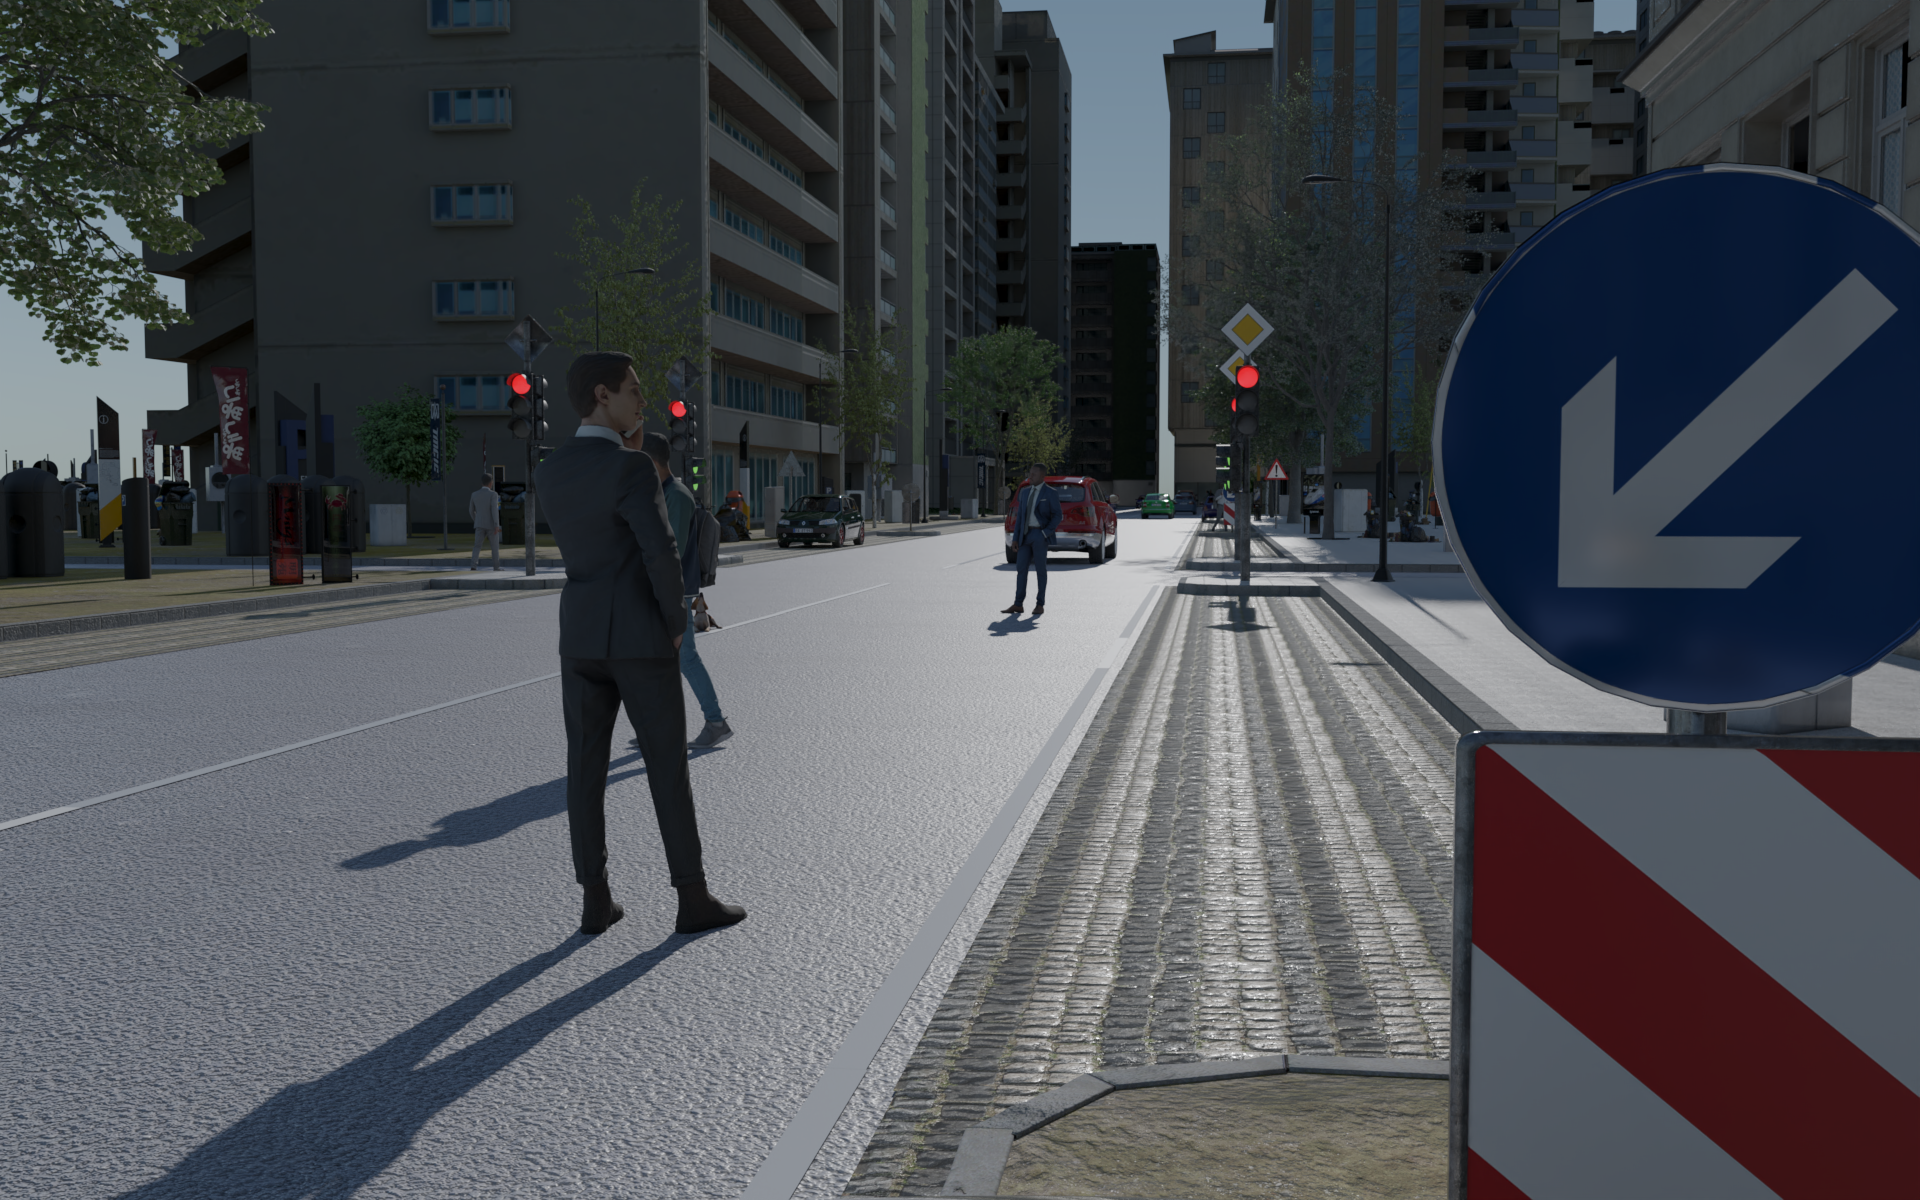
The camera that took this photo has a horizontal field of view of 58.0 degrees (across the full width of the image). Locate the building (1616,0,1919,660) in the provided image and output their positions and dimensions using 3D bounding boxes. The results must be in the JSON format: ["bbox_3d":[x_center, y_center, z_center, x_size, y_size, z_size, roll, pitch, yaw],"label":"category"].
[{"bbox_3d":[13.859,-10.604,6.665,16.112,22.955,30.059,1,4,8],"label":"building"}]

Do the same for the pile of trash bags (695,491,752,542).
[{"bbox_3d":[-6.595,-2.306,47.464,1.912,1.369,3.447,1,4,9],"label":"pile of trash bags"}]

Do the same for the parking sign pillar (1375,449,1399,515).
[{"bbox_3d":[25.714,-7.085,104.313,1.447,3.967,1.447,-3,5,-43],"label":"parking sign pillar"}]

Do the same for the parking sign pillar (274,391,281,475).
[{"bbox_3d":[-17.347,-3.500,45.702,1.447,3.967,1.447,3,5,39],"label":"parking sign pillar"}]

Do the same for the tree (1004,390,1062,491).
[{"bbox_3d":[4.861,-10.423,120.784,4.360,8.622,3.978,0,3,0],"label":"tree"}]

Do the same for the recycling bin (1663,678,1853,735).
[{"bbox_3d":[4.455,0.177,9.664,0.722,1.027,0.722,-2,4,-30],"label":"recycling bin"}]

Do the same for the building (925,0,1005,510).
[{"bbox_3d":[-7.508,-41.742,120.732,20.563,71.187,20.611,1,4,8],"label":"building"}]

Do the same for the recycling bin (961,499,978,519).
[{"bbox_3d":[0.488,-4.760,90.380,0.722,1.027,0.722,1,4,23],"label":"recycling bin"}]

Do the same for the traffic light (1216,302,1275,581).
[{"bbox_3d":[4.207,-2.240,25.543,0.839,4.253,0.868,1,4,8],"label":"traffic light"}]

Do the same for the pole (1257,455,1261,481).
[{"bbox_3d":[15.505,-5.878,89.953,0.158,3.312,0.155,0,3,0],"label":"pole"}]

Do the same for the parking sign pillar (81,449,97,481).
[{"bbox_3d":[-52.268,-7.066,103.996,1.447,3.967,1.447,0,4,-2],"label":"parking sign pillar"}]

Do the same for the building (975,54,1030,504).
[{"bbox_3d":[-9.906,-27.739,145.408,32.217,40.220,23.993,1,4,8],"label":"building"}]

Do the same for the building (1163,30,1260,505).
[{"bbox_3d":[38.100,-37.663,205.036,27.495,52.752,28.713,1,4,8],"label":"building"}]

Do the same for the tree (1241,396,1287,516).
[{"bbox_3d":[18.083,-9.295,102.331,4.737,8.622,4.395,0,3,0],"label":"tree"}]

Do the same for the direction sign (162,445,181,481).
[{"bbox_3d":[-35.596,-5.279,78.312,0.379,3.537,0.876,2,4,35],"label":"direction sign"}]

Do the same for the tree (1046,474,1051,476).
[{"bbox_3d":[7.246,-9.151,144.215,1.663,3.219,1.824,0,3,0],"label":"tree"}]

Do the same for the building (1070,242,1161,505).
[{"bbox_3d":[16.174,-26.298,201.672,14.107,30.474,14.160,1,4,8],"label":"building"}]

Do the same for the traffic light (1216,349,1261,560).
[{"bbox_3d":[5.368,-2.723,33.443,0.839,4.253,0.868,1,4,8],"label":"traffic light"}]

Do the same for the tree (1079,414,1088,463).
[{"bbox_3d":[9.975,-12.766,159.078,4.360,8.622,3.978,0,3,0],"label":"tree"}]

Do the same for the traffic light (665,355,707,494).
[{"bbox_3d":[-5.579,-2.820,35.030,0.839,4.253,0.868,1,4,8],"label":"traffic light"}]

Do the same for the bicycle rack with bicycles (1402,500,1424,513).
[{"bbox_3d":[26.726,-5.279,99.693,2.852,0.926,2.925,1,4,19],"label":"bicycle rack with bicycles"}]

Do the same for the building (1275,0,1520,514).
[{"bbox_3d":[28.378,-28.426,114.871,14.600,45.320,14.200,1,4,8],"label":"building"}]

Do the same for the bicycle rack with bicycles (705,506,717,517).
[{"bbox_3d":[-7.679,-2.368,52.096,2.925,0.926,2.852,2,4,31],"label":"bicycle rack with bicycles"}]

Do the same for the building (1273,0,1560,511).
[{"bbox_3d":[35.515,-36.311,135.681,21.231,58.520,28.212,1,4,8],"label":"building"}]

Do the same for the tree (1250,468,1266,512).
[{"bbox_3d":[20.757,-7.862,123.143,1.663,3.219,1.824,0,3,0],"label":"tree"}]

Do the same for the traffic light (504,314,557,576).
[{"bbox_3d":[-6.739,-2.337,27.129,0.839,4.253,0.868,1,4,8],"label":"traffic light"}]

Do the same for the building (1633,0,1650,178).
[{"bbox_3d":[74.528,-44.330,163.049,20.611,71.187,20.563,1,4,8],"label":"building"}]

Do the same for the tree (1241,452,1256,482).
[{"bbox_3d":[29.128,-14.082,180.604,4.360,8.622,3.978,0,3,0],"label":"tree"}]

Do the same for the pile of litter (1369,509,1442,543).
[{"bbox_3d":[12.068,-1.983,46.384,1.176,0.858,1.719,-2,4,-31],"label":"pile of litter"}]

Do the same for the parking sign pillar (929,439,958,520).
[{"bbox_3d":[-0.800,-5.943,85.633,1.447,3.967,1.447,0,4,1],"label":"parking sign pillar"}]

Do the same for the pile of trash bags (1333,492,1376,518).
[{"bbox_3d":[19.805,-4.679,86.256,1.912,1.369,3.447,0,4,-6],"label":"pile of trash bags"}]

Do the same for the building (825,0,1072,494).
[{"bbox_3d":[-0.253,-33.611,173.240,21.600,48.544,21.300,1,4,8],"label":"building"}]

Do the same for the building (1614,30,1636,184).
[{"bbox_3d":[65.163,-37.361,200.095,27.495,52.752,28.713,1,4,8],"label":"building"}]

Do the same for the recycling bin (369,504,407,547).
[{"bbox_3d":[-14.114,-1.846,42.739,0.722,1.027,0.722,-2,4,-33],"label":"recycling bin"}]

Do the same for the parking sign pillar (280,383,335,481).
[{"bbox_3d":[-15.788,-3.318,42.717,1.447,3.967,1.447,-2,4,-30],"label":"parking sign pillar"}]

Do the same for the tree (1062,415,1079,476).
[{"bbox_3d":[5.999,-10.767,126.405,4.360,8.622,3.978,0,3,0],"label":"tree"}]

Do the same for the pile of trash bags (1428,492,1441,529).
[{"bbox_3d":[18.983,-3.303,63.750,3.447,1.369,1.912,2,4,25],"label":"pile of trash bags"}]

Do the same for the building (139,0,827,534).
[{"bbox_3d":[-17.088,-27.001,65.167,21.300,48.544,21.600,1,4,8],"label":"building"}]

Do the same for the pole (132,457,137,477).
[{"bbox_3d":[-45.731,-6.249,96.019,0.158,3.312,0.155,0,3,0],"label":"pole"}]

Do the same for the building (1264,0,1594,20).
[{"bbox_3d":[43.471,-35.161,164.124,28.713,52.752,27.495,1,4,8],"label":"building"}]

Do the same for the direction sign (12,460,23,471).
[{"bbox_3d":[-62.707,-7.545,115.361,0.876,3.537,0.379,1,4,17],"label":"direction sign"}]

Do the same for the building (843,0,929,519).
[{"bbox_3d":[-9.705,-24.880,90.380,14.154,41.232,14.086,1,4,8],"label":"building"}]

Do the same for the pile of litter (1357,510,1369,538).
[{"bbox_3d":[12.236,-2.236,50.520,1.176,0.858,1.719,0,4,-5],"label":"pile of litter"}]
